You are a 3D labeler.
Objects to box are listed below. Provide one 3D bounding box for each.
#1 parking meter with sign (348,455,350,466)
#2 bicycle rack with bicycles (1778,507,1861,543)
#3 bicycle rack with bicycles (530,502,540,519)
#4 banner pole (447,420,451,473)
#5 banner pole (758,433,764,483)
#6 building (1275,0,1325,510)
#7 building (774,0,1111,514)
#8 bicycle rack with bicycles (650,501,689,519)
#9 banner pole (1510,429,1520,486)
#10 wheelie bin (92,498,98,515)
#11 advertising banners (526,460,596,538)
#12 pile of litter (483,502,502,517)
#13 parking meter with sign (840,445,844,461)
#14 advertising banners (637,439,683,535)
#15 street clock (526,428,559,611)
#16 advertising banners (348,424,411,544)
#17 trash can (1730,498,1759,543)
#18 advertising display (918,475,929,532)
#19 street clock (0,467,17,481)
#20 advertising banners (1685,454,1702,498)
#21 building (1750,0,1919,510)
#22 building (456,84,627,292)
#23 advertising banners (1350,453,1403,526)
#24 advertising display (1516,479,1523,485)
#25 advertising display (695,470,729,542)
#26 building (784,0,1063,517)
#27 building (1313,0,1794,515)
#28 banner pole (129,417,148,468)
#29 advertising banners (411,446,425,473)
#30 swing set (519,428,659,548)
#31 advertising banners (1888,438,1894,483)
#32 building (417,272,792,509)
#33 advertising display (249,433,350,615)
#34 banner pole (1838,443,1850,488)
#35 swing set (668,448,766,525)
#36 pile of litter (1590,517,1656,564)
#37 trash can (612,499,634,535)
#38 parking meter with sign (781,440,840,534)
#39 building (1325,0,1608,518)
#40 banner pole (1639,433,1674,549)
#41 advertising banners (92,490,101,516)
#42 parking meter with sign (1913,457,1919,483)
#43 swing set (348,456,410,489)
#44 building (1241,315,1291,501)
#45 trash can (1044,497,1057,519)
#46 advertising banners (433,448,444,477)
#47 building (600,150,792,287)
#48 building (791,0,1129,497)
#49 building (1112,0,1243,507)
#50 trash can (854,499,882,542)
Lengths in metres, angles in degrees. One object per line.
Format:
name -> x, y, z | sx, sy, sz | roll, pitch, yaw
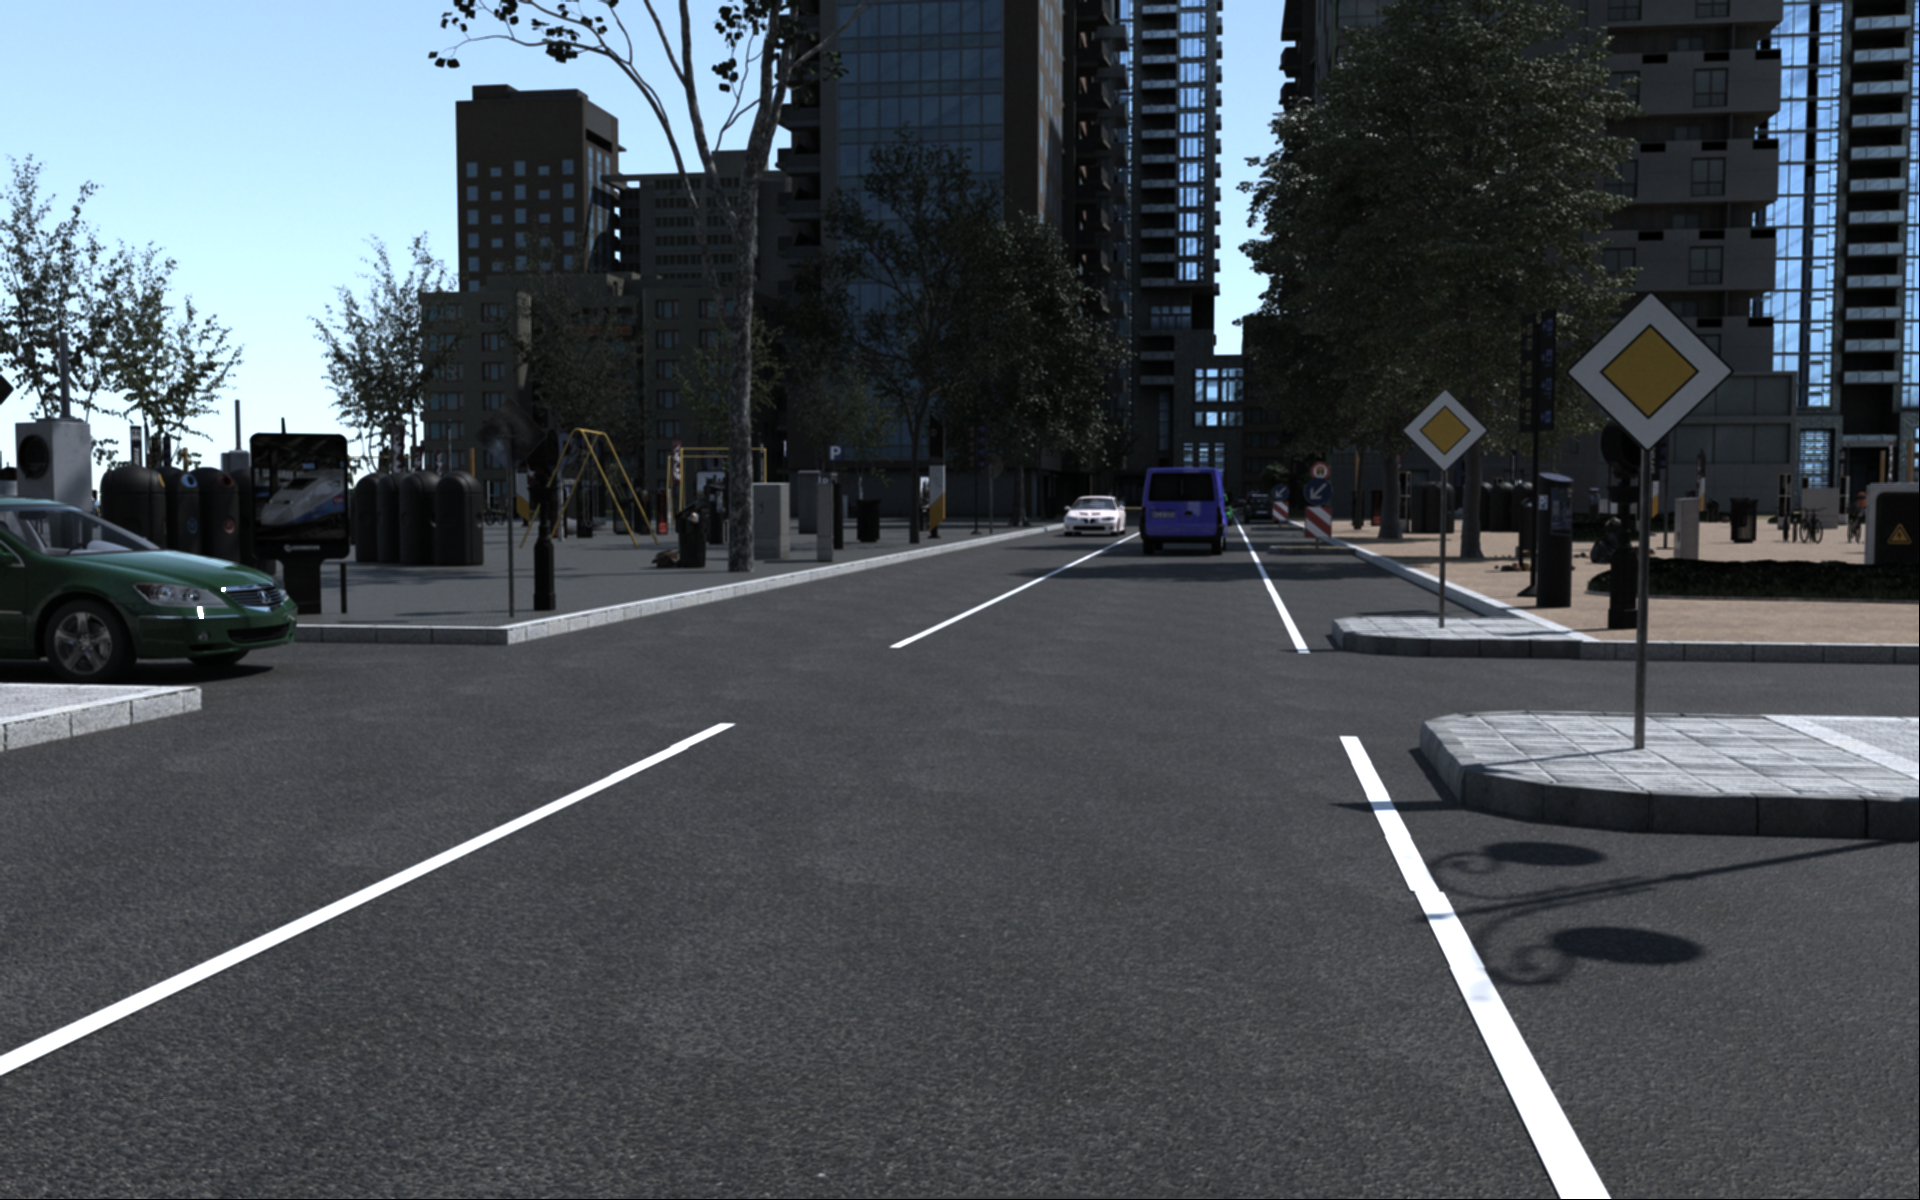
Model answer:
parking meter with sign -> -27.388, -4.900, 76.368 | 0.543, 3.016, 1.738 | 0, 4, -4
bicycle rack with bicycles -> 23.009, -1.995, 45.997 | 2.852, 0.926, 2.925 | 2, 4, 28
bicycle rack with bicycles -> -22.304, -4.597, 88.535 | 2.852, 0.926, 2.925 | 0, 4, 5
banner pole -> -17.067, -4.157, 57.988 | 0.401, 3.779, 0.863 | -1, 4, -18
banner pole -> -8.184, -4.971, 71.296 | 0.401, 3.779, 0.863 | 1, 4, 8
building -> 38.332, -30.119, 147.064 | 22.147, 44.769, 28.867 | 1, 4, 9
building -> -0.913, -28.640, 122.887 | 22.147, 44.769, 28.867 | 1, 4, 9
bicycle rack with bicycles -> -15.216, -4.617, 88.871 | 2.852, 0.926, 2.925 | -1, 4, -21
banner pole -> 21.400, -4.695, 66.781 | 0.401, 3.779, 0.863 | -1, 4, -9
wheelie bin -> -16.863, -1.521, 32.772 | 0.693, 1.594, 0.980 | 3, 4, 38
advertising banners -> -11.680, -3.319, 50.454 | 2.074, 3.025, 0.090 | -1, 4, -23
pile of litter -> -26.004, -5.048, 96.500 | 1.719, 0.858, 1.176 | 2, 4, 26
parking meter with sign -> -4.662, -3.969, 61.162 | 0.543, 3.016, 1.738 | 1, 4, 16
advertising banners -> -9.443, -3.577, 54.676 | 0.090, 3.025, 2.074 | 2, 4, 34
street clock -> -4.593, -0.889, 19.098 | 0.358, 2.002, 0.471 | 0, 4, 5
advertising banners -> -14.719, -2.905, 43.682 | 2.074, 3.025, 0.090 | 2, 4, 28
trash can -> 20.647, -2.077, 45.619 | 0.748, 1.137, 0.748 | 0, 3, 0
advertising display -> -1.261, -3.323, 59.543 | 0.123, 1.923, 0.974 | 1, 4, 19
street clock -> -25.222, -2.537, 46.058 | 0.471, 2.002, 0.358 | 0, 4, -5
advertising banners -> 32.679, -4.954, 77.185 | 0.090, 3.025, 2.074 | 0, 4, 6
building -> 71.633, -50.941, 145.552 | 31.000, 86.520, 22.319 | 1, 4, 9
building -> -45.968, -33.173, 192.489 | 14.200, 45.320, 14.600 | 1, 4, 9
advertising banners -> 16.784, -4.498, 69.726 | 2.074, 3.025, 0.090 | 1, 4, 11
advertising display -> 24.590, -4.355, 76.426 | 0.123, 1.923, 0.974 | 3, 4, 36
advertising display -> -6.645, -2.521, 46.426 | 0.974, 1.923, 0.123 | 2, 4, 23
building -> -1.554, -27.581, 101.068 | 14.600, 45.320, 14.200 | 1, 4, 9
building -> 38.497, -32.357, 118.280 | 28.713, 52.752, 27.495 | 1, 4, 9
banner pole -> -26.437, -4.031, 55.921 | 0.401, 3.779, 0.863 | 1, 4, 22
advertising banners -> -20.384, -4.059, 62.552 | 2.074, 3.025, 0.090 | -1, 4, -19
swing set -> -9.093, -2.746, 42.512 | 2.862, 2.851, 3.119 | 0, 4, 0
advertising banners -> 29.830, -3.603, 55.105 | 2.074, 3.025, 0.090 | -3, 5, -44
building -> -30.051, -19.269, 160.082 | 28.899, 21.520, 27.650 | 1, 4, 9
advertising display -> -7.015, -0.808, 18.427 | 0.974, 1.923, 0.123 | -2, 4, -28
banner pole -> 43.650, -5.842, 85.534 | 0.401, 3.779, 0.863 | -1, 4, -12
swing set -> -8.181, -3.758, 59.070 | 3.119, 2.851, 2.862 | 0, 4, -6
pile of litter -> 12.456, -1.117, 32.224 | 1.719, 0.858, 1.176 | -2, 4, -25
trash can -> -10.731, -2.658, 55.114 | 0.748, 1.137, 0.748 | 0, 3, 0
parking meter with sign -> -4.848, -3.644, 55.835 | 1.738, 3.016, 0.543 | 0, 4, 1
building -> 28.081, -25.376, 98.499 | 14.154, 41.232, 14.086 | 1, 4, 9
banner pole -> 16.290, -3.086, 40.475 | 0.863, 3.779, 0.401 | 3, 4, 38
advertising banners -> -33.146, -4.274, 66.072 | 2.074, 3.025, 0.090 | 0, 4, 3
parking meter with sign -> 44.563, -5.166, 80.726 | 1.738, 3.016, 0.543 | -3, 4, -37
swing set -> -24.220, -4.564, 72.237 | 3.119, 2.851, 2.862 | 0, 4, 0
building -> 44.996, -20.881, 186.442 | 28.899, 21.520, 27.650 | 1, 4, 9
trash can -> 4.617, -4.731, 89.003 | 0.748, 1.137, 0.748 | 0, 3, 0
advertising banners -> -18.969, -4.206, 64.961 | 2.074, 3.025, 0.090 | 2, 4, 29
building -> -25.553, -30.973, 198.295 | 23.993, 40.220, 32.217 | 1, 4, 9
building -> -0.298, -32.899, 157.511 | 30.456, 49.044, 23.786 | 1, 4, 9
building -> 14.930, -53.437, 186.364 | 31.000, 86.520, 22.319 | 1, 4, 9
trash can -> -2.447, -2.115, 46.228 | 0.748, 1.137, 0.748 | 0, 3, 0
